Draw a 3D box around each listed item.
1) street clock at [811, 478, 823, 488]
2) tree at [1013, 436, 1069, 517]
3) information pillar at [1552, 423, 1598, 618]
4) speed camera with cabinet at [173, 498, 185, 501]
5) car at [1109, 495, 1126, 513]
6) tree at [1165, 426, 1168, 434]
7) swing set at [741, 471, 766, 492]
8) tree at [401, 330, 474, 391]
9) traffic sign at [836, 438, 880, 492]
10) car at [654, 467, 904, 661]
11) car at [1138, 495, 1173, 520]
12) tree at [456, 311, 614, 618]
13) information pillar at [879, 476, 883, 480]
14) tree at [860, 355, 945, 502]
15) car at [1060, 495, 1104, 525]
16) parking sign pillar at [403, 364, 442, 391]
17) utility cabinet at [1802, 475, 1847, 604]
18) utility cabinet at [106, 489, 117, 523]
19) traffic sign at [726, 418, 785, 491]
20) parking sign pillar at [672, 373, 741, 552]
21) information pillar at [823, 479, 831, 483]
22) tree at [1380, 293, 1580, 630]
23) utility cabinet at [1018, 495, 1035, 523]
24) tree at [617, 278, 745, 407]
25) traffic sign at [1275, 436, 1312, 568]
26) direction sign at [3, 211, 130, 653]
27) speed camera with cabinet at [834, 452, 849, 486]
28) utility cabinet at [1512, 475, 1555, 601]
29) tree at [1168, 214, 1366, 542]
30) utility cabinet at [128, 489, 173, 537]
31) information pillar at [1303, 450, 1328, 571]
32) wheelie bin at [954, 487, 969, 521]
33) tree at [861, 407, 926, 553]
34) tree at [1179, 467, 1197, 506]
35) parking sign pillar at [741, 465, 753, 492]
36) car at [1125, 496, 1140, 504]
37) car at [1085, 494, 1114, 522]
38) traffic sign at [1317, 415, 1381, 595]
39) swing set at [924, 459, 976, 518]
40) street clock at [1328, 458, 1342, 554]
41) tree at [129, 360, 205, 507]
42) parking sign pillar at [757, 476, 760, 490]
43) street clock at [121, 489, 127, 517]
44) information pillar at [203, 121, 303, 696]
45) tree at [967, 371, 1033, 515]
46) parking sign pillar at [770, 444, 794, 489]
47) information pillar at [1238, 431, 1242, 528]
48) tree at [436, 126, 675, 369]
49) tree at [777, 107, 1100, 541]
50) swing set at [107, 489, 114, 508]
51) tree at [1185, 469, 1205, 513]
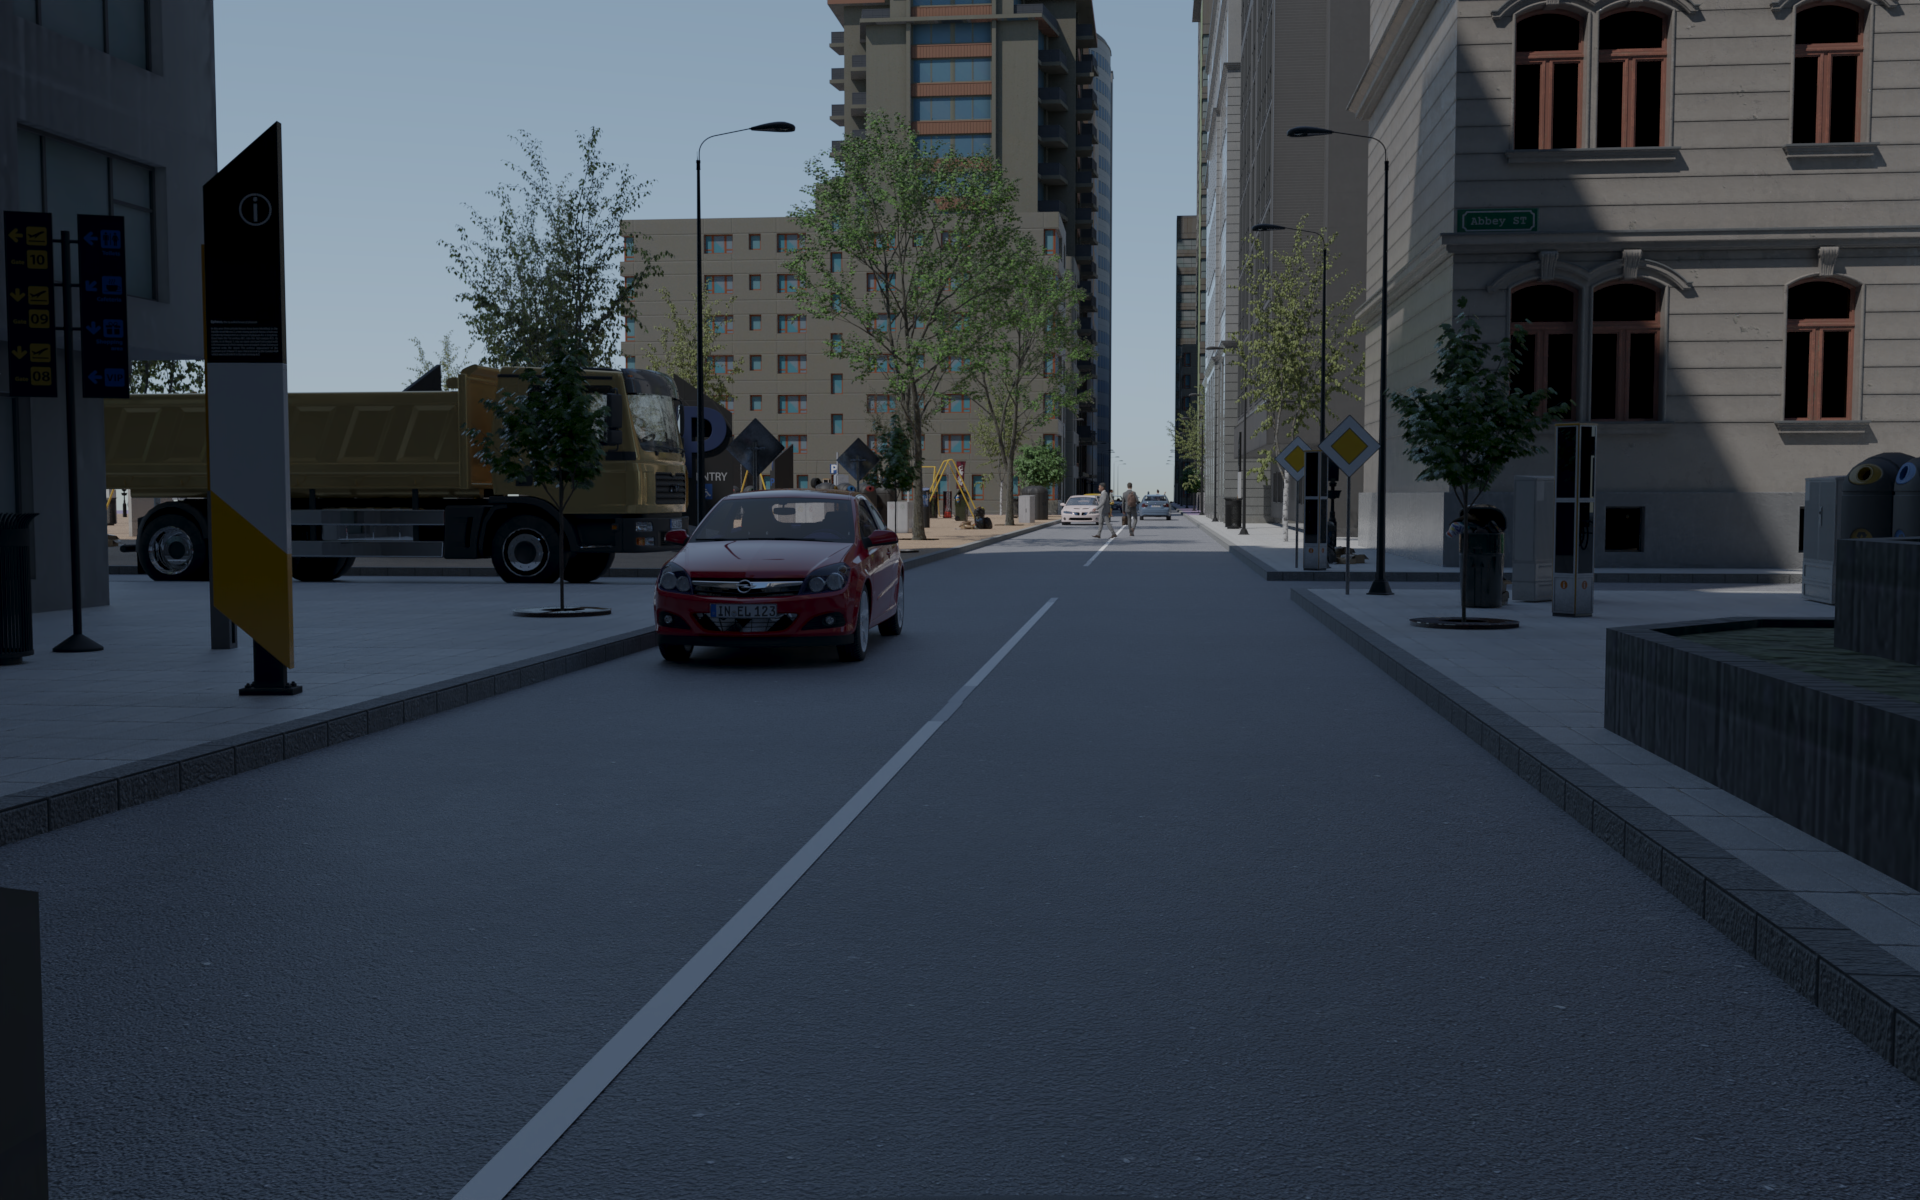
[{"bbox_3d":[-6.435,-4.454,77.390,0.358,2.002,0.471,3,4,38],"label":"street clock"},{"bbox_3d":[4.499,-6.941,97.201,4.285,4.588,4.351,0,3,0],"label":"tree"},{"bbox_3d":[6.418,-0.832,18.092,0.304,2.012,0.304,-2,4,-33],"label":"information pillar"},{"bbox_3d":[-29.863,-4.463,67.302,2.038,3.252,0.660,1,4,21],"label":"speed camera with cabinet"},{"bbox_3d":[11.798,-7.374,133.142,1.945,1.354,3.894,0,4,8],"label":"car"},{"bbox_3d":[15.711,-9.887,112.017,4.737,8.622,4.395,0,3,0],"label":"tree"},{"bbox_3d":[-13.940,-6.615,105.783,3.119,2.851,2.862,-2,4,-31],"label":"swing set"},{"bbox_3d":[-23.597,-7.815,78.139,4.737,8.622,4.395,0,3,0],"label":"tree"},{"bbox_3d":[-1.811,-1.664,30.846,0.795,2.450,0.064,0,4,6],"label":"traffic sign"},{"bbox_3d":[-1.591,-0.441,16.247,2.155,1.783,4.494,0,4,5],"label":"car"},{"bbox_3d":[10.793,-5.125,95.791,2.014,1.417,4.499,0,4,6],"label":"car"},{"bbox_3d":[-4.238,-1.463,18.526,1.663,3.219,1.824,0,3,0],"label":"tree"},{"bbox_3d":[-2.869,-3.753,65.850,0.304,2.012,0.304,-3,4,-36],"label":"information pillar"},{"bbox_3d":[-2.898,-8.491,89.194,4.360,8.622,3.978,0,3,0],"label":"tree"},{"bbox_3d":[5.769,-4.203,81.088,2.083,1.381,4.827,0,4,7],"label":"car"},{"bbox_3d":[-11.295,-2.883,35.607,1.447,3.967,1.447,2,4,35],"label":"parking sign pillar"},{"bbox_3d":[10.238,-0.715,20.371,0.318,1.500,1.173,1,4,10],"label":"utility cabinet"},{"bbox_3d":[-37.358,-4.126,76.140,0.318,1.500,1.173,-3,4,-38],"label":"utility cabinet"},{"bbox_3d":[-2.704,-1.179,22.911,0.795,2.450,0.064,0,4,6],"label":"traffic sign"},{"bbox_3d":[-5.710,-3.064,38.572,1.447,3.967,1.447,-1,4,-11],"label":"parking sign pillar"},{"bbox_3d":[-6.421,-4.841,83.637,0.304,2.012,0.304,1,4,17],"label":"information pillar"},{"bbox_3d":[4.843,-1.363,16.893,1.663,3.219,1.824,0,3,0],"label":"tree"},{"bbox_3d":[2.974,-4.043,77.257,0.306,1.237,1.020,-2,4,-27],"label":"utility cabinet"},{"bbox_3d":[-9.358,-6.674,59.488,4.737,8.622,4.395,0,3,0],"label":"tree"},{"bbox_3d":[5.833,-1.610,29.968,0.795,2.450,0.064,0,4,6],"label":"traffic sign"},{"bbox_3d":[-7.218,-1.350,14.069,0.876,3.537,0.379,-1,4,-18],"label":"direction sign"},{"bbox_3d":[-5.373,-5.319,81.298,0.660,3.252,2.038,-1,4,-19],"label":"speed camera with cabinet"},{"bbox_3d":[7.102,-0.744,20.848,1.173,1.500,0.318,-3,5,-43],"label":"utility cabinet"},{"bbox_3d":[8.941,-5.889,46.647,4.737,8.622,4.395,0,3,0],"label":"tree"},{"bbox_3d":[-24.179,-2.634,51.737,1.173,1.500,0.318,-3,5,-43],"label":"utility cabinet"},{"bbox_3d":[5.966,-1.502,29.053,0.304,2.012,0.304,3,4,39],"label":"information pillar"},{"bbox_3d":[0.098,-4.543,82.192,0.693,1.594,0.980,1,4,11],"label":"wheelie bin"},{"bbox_3d":[-1.332,-2.665,38.178,1.663,3.219,1.824,0,3,0],"label":"tree"},{"bbox_3d":[25.903,-12.841,193.670,4.285,4.588,4.351,0,3,0],"label":"tree"},{"bbox_3d":[-11.951,-6.312,91.668,1.447,3.967,1.447,-1,4,-20],"label":"parking sign pillar"},{"bbox_3d":[24.294,-14.173,244.090,2.083,1.381,4.827,0,4,8],"label":"car"},{"bbox_3d":[6.996,-4.879,89.994,2.015,1.641,3.980,0,4,5],"label":"car"},{"bbox_3d":[4.939,-1.125,22.033,0.795,2.450,0.064,0,4,6],"label":"traffic sign"},{"bbox_3d":[-0.523,-4.961,78.725,2.862,2.851,3.119,0,4,-5],"label":"swing set"},{"bbox_3d":[7.373,-1.817,34.284,0.358,2.002,0.471,1,4,10],"label":"street clock"},{"bbox_3d":[-24.502,-6.010,48.634,4.360,8.622,3.978,0,3,0],"label":"tree"},{"bbox_3d":[-12.068,-6.723,98.395,1.447,3.967,1.447,-1,4,-17],"label":"parking sign pillar"},{"bbox_3d":[-46.185,-5.575,95.720,0.471,2.002,0.358,-3,5,-41],"label":"street clock"},{"bbox_3d":[-4.500,-1.201,10.991,0.504,3.616,0.183,0,4,-2],"label":"information pillar"},{"bbox_3d":[2.451,-9.398,104.019,4.737,8.622,4.395,0,3,0],"label":"tree"},{"bbox_3d":[-9.509,-6.357,92.410,1.447,3.967,1.447,3,5,44],"label":"parking sign pillar"},{"bbox_3d":[10.492,-4.505,65.008,0.183,3.616,0.504,0,4,4],"label":"information pillar"},{"bbox_3d":[-7.808,-5.116,34.009,4.360,8.622,3.978,0,3,0],"label":"tree"},{"bbox_3d":[-1.318,-7.470,47.896,9.928,11.665,9.643,0,3,0],"label":"tree"},{"bbox_3d":[-26.756,-3.686,57.893,2.862,2.851,3.119,1,4,14],"label":"swing set"},{"bbox_3d":[16.034,-7.487,117.021,1.663,3.219,1.824,0,3,0],"label":"tree"}]
